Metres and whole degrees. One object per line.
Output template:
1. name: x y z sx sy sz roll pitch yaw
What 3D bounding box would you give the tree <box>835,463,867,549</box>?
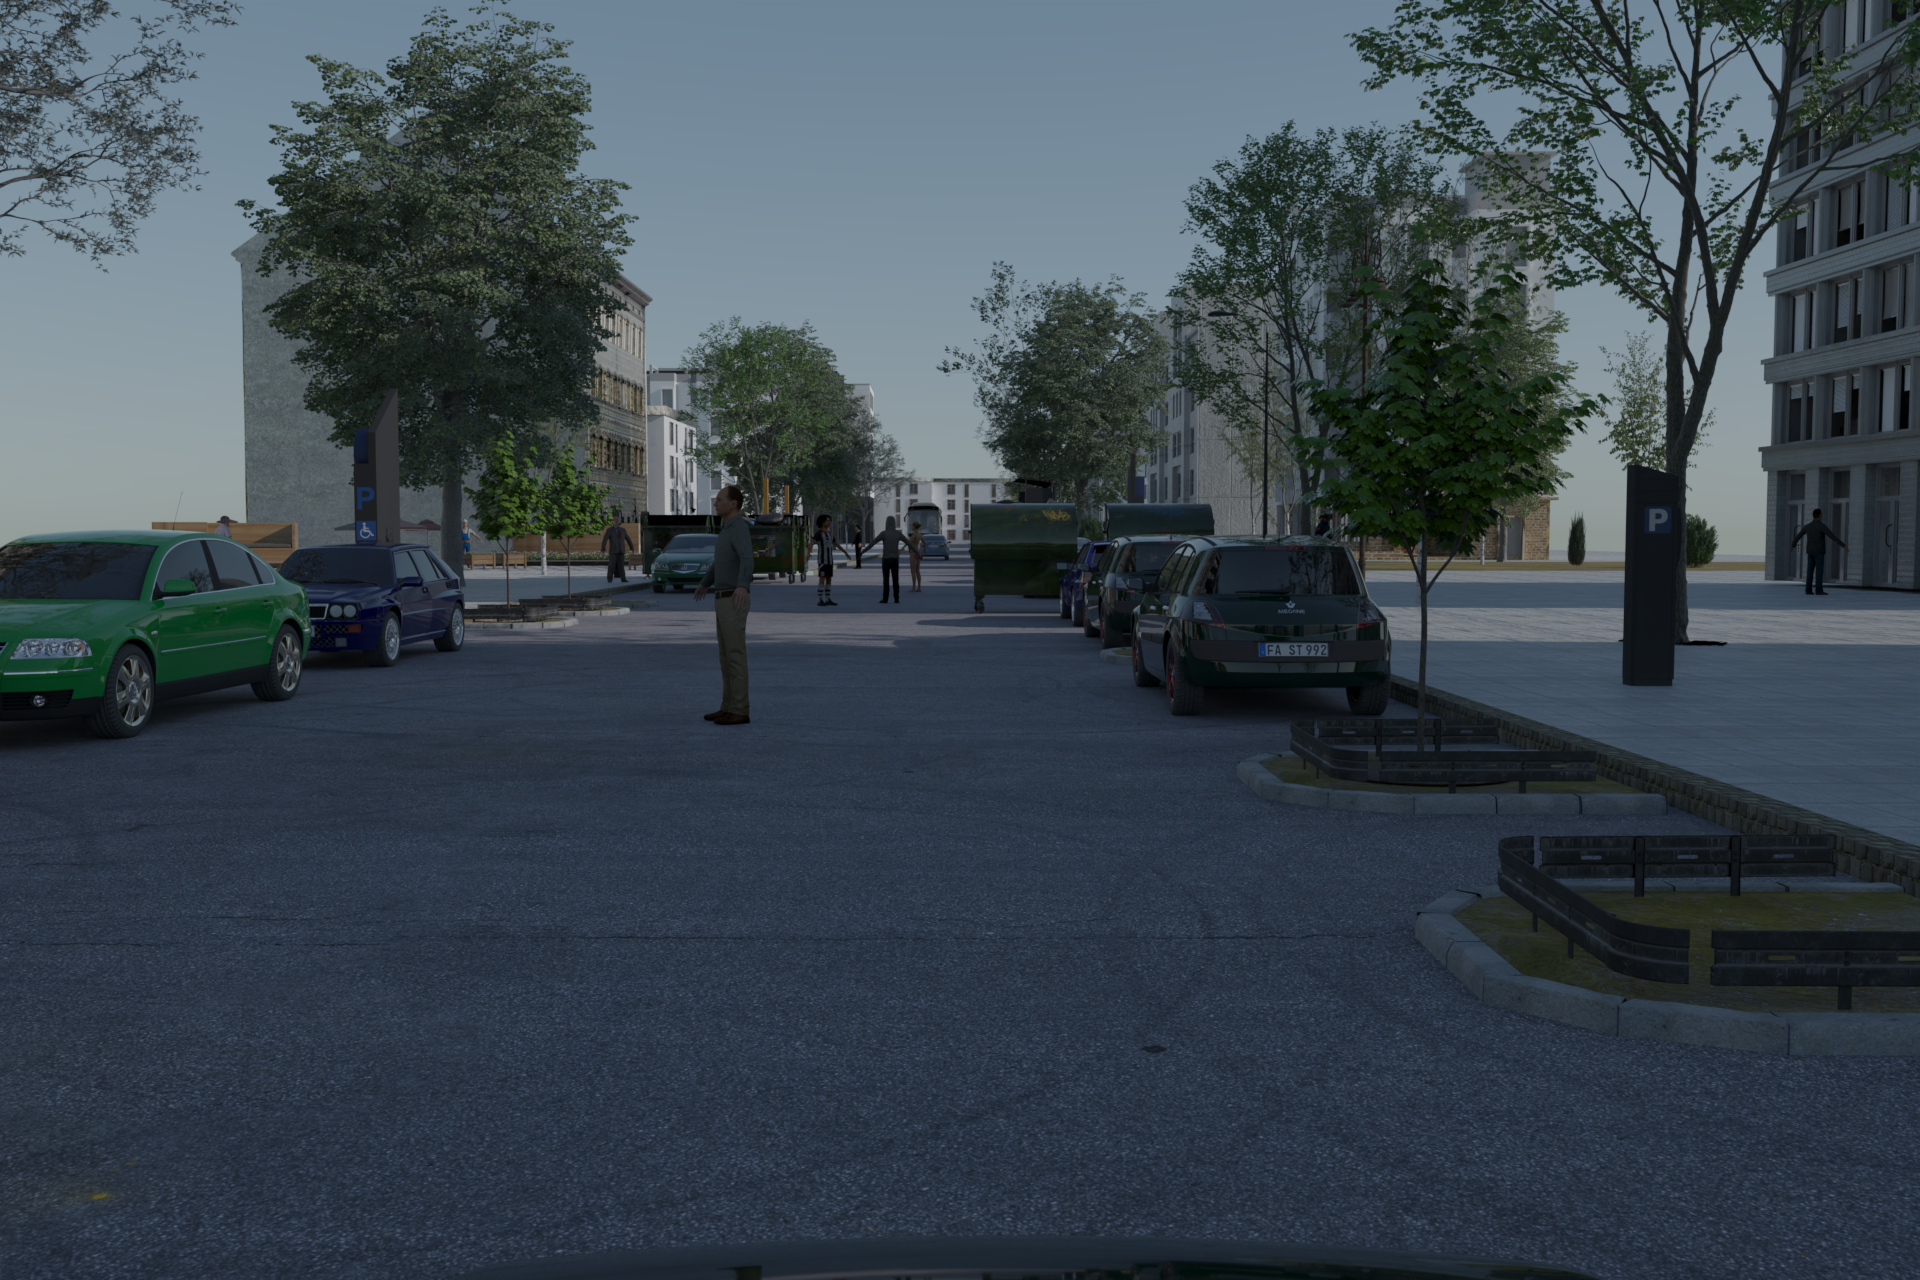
1. tree: -9.579 -11.902 144.955 4.737 8.622 4.395 0 3 0

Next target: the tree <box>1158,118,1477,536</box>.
1. tree: 8.655 -7.139 42.470 9.928 11.665 9.643 0 3 0

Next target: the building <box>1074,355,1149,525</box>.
1. building: 23.572 -23.144 209.331 19.493 23.208 18.063 0 4 1

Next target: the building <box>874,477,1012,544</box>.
1. building: -3.986 -19.060 256.237 28.070 9.664 9.099 0 4 1

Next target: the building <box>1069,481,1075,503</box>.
1. building: 24.329 -24.420 230.188 19.493 23.208 18.063 0 4 0

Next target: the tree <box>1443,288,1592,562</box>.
1. tree: 24.963 -9.882 79.697 7.486 12.596 7.792 0 3 0

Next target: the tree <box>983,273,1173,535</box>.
1. tree: 5.872 -10.941 85.547 9.857 13.997 8.962 0 3 0

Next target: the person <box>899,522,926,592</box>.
1. person: -1.164 -2.047 42.723 0.721 1.733 1.217 2 4 31

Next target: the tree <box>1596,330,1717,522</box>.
1. tree: 24.648 -6.825 61.948 4.737 8.622 4.395 0 3 0

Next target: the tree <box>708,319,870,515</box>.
1. tree: -10.098 -11.926 101.646 9.857 13.997 8.962 0 3 0

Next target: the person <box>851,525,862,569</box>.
1. person: -4.192 -3.805 70.847 0.705 1.806 1.347 -1 4 -17

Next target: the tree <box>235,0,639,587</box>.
1. tree: -12.452 -8.272 41.904 9.857 13.997 8.962 0 3 0

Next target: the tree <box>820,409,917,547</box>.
1. tree: -9.265 -15.698 167.037 12.009 13.543 11.850 0 3 0

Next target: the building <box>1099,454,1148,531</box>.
1. building: 20.416 -14.951 186.602 9.099 9.664 28.070 0 4 0

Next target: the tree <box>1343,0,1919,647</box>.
1. tree: 8.489 -5.757 19.881 9.928 11.665 9.643 0 3 0

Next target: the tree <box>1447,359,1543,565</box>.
1. tree: 22.051 -7.449 72.148 4.737 8.622 4.395 0 3 0

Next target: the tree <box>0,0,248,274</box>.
1. tree: -12.554 -6.528 17.109 12.009 13.543 11.850 0 3 0

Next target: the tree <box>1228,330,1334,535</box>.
1. tree: 11.910 -6.846 62.288 4.360 8.622 3.978 0 3 0

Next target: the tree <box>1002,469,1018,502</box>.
1. tree: 5.590 -12.686 157.776 4.360 8.622 3.978 0 3 0

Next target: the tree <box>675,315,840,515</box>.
1. tree: -9.513 -9.532 81.603 9.928 11.665 9.643 0 3 0

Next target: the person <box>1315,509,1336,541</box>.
1. person: 7.828 -1.905 37.015 0.704 1.845 1.351 2 4 29

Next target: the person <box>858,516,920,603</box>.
1. person: -1.449 -1.672 35.929 1.348 1.813 0.705 -1 4 -19

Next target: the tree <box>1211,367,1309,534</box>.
1. tree: 12.725 -7.698 76.228 4.360 8.622 3.978 0 3 0

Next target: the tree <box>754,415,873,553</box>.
1. tree: -10.080 -11.138 116.519 8.767 10.594 7.601 0 4 -4

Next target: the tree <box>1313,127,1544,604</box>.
1. tree: 8.553 -4.989 31.937 4.360 8.622 3.978 0 3 0

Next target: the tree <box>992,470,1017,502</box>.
1. tree: 5.537 -13.050 163.726 4.360 8.622 3.978 0 3 0

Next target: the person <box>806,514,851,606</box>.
1. person: -2.672 -1.590 34.594 0.704 1.843 1.345 2 4 35

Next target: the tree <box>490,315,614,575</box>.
1. tree: -13.106 -6.327 53.814 4.360 8.622 3.978 0 3 0

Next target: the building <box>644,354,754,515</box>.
1. building: -28.270 -19.957 182.722 16.016 20.090 11.380 0 4 0

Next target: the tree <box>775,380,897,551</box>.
1. tree: -10.003 -13.755 135.257 12.009 13.543 11.850 0 3 0

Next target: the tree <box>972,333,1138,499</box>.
1. tree: 5.422 -11.749 102.469 12.009 13.543 11.850 0 3 0

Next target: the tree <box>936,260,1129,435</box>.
1. tree: 5.026 -16.173 120.315 12.611 20.169 13.585 0 3 0

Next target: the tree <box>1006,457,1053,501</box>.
1. tree: 6.006 -11.380 136.422 4.737 8.622 4.395 0 3 0

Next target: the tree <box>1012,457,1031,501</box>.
1. tree: 6.104 -12.185 149.581 4.737 8.622 4.395 0 3 0

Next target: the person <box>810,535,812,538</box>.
1. person: -7.162 -4.390 78.492 1.216 1.740 0.721 -1 4 -14

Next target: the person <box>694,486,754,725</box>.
1. person: -1.761 -0.270 13.147 0.705 1.796 1.348 -1 4 -21

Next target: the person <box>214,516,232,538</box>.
1. person: -17.025 -2.032 40.205 0.756 1.711 0.436 3 5 44

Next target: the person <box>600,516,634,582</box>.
1. person: -9.065 -2.405 45.923 0.990 1.755 0.434 -2 4 -34

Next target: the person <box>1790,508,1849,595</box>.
1. person: 18.074 -1.863 36.529 0.705 1.821 1.348 -2 4 -28

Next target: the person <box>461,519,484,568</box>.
1. person: -18.698 -3.644 65.443 1.347 1.847 0.705 -1 4 -20

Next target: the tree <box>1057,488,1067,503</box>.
1. tree: 14.908 -19.481 252.932 7.601 10.594 8.767 0 4 3

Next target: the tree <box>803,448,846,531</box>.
1. tree: -9.404 -10.749 126.104 4.360 8.622 3.978 0 3 0
